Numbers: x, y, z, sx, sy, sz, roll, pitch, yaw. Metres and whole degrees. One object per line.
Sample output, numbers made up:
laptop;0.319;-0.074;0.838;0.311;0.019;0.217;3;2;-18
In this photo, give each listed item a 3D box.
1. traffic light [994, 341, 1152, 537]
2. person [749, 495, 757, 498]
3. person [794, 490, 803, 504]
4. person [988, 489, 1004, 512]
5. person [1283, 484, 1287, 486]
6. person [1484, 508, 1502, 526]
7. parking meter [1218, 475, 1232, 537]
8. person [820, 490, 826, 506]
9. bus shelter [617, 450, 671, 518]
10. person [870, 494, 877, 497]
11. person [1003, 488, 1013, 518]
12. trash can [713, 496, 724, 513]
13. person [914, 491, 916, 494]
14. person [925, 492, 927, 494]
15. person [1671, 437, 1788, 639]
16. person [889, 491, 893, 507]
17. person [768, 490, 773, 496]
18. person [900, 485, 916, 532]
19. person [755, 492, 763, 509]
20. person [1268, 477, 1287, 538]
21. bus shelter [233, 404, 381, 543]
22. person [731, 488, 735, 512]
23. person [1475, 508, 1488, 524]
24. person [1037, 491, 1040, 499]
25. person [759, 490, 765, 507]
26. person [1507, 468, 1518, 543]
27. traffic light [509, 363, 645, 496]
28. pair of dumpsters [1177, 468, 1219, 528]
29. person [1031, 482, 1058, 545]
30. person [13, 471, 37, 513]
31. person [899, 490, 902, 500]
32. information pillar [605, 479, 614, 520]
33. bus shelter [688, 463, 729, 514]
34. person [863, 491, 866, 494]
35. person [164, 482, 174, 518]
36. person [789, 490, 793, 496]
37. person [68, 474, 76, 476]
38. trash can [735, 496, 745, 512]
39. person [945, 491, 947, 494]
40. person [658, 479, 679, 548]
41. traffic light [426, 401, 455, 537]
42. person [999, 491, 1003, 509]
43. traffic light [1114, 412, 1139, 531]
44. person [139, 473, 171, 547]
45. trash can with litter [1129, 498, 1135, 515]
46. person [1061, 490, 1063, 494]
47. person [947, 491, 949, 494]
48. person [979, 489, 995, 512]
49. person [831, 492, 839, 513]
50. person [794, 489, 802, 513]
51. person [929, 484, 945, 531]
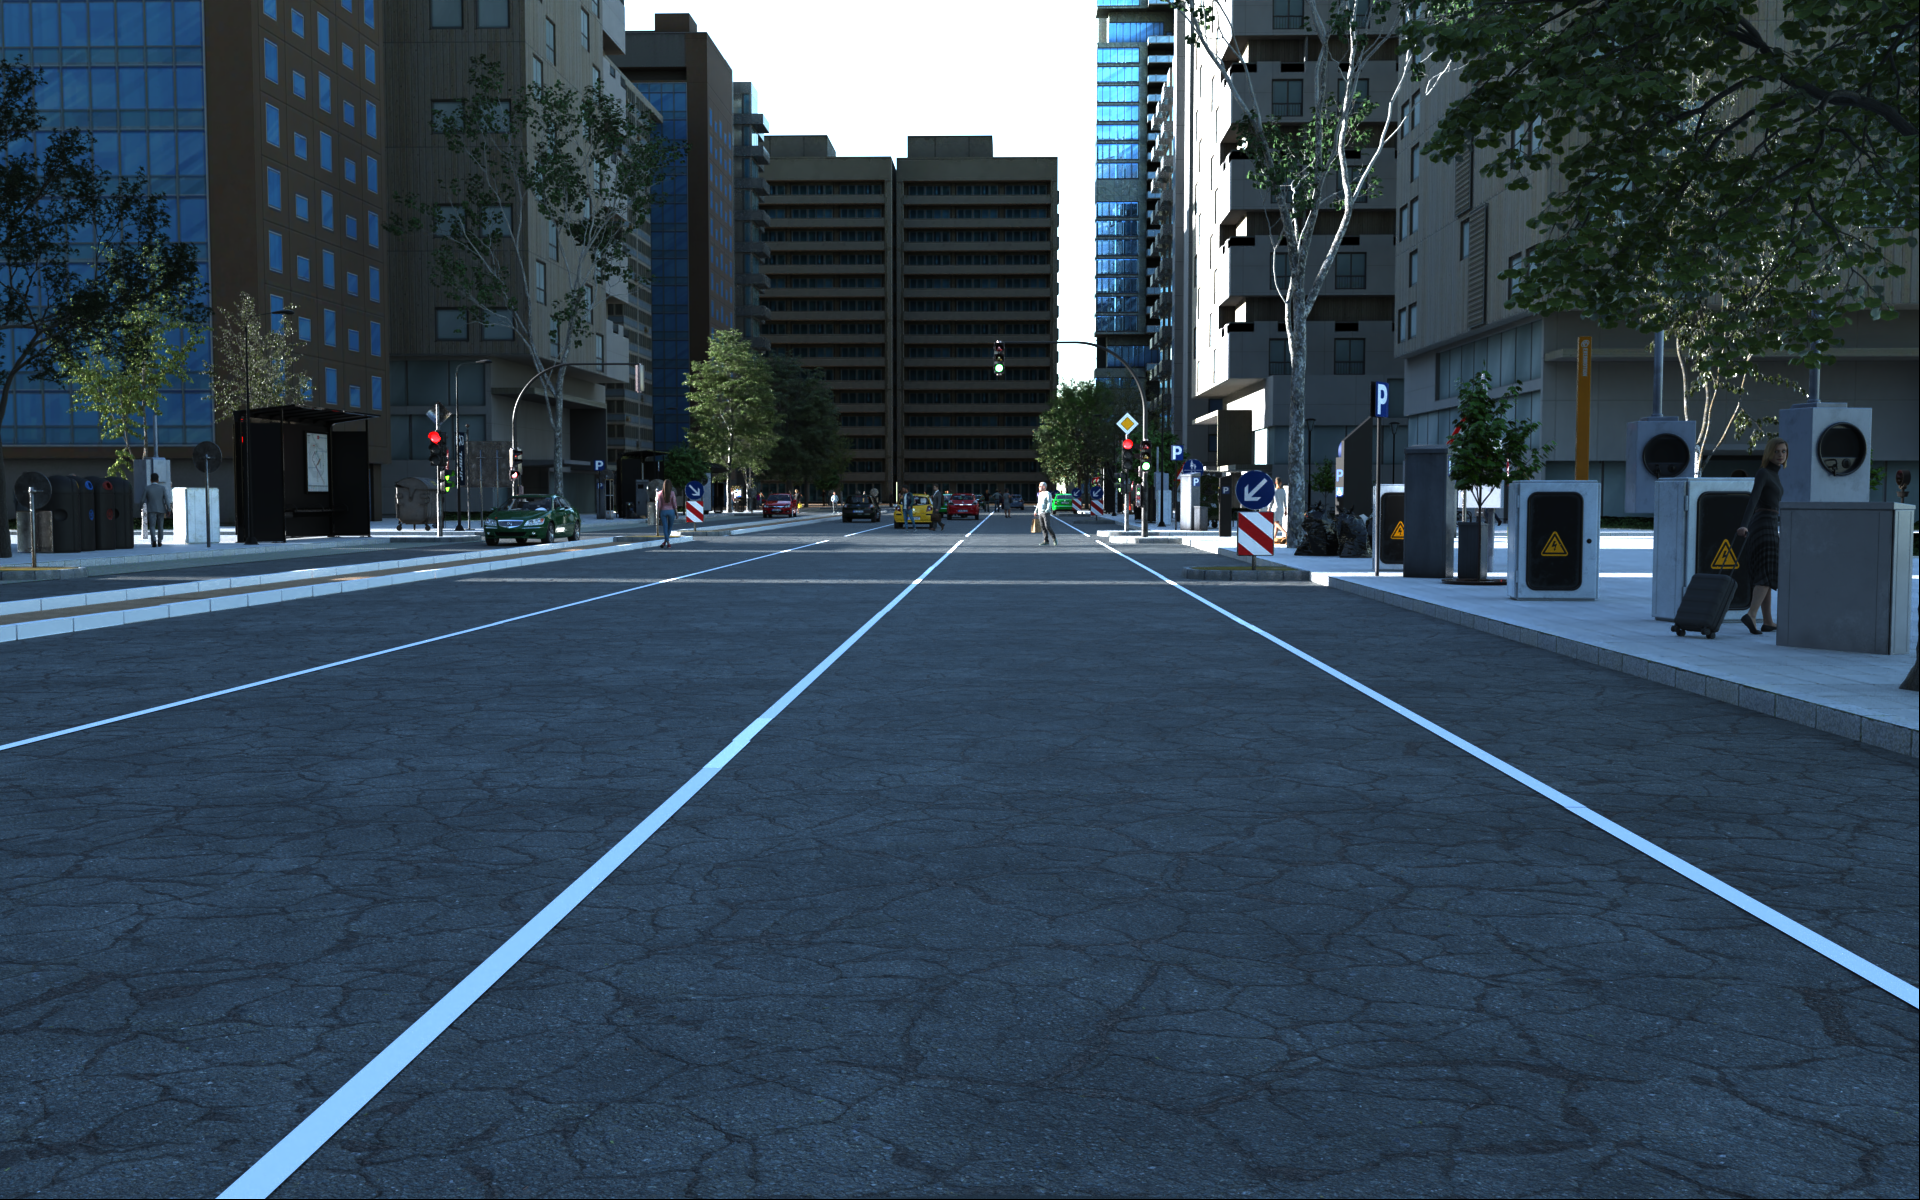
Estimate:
traffic light;3.383;-4.696;51.455;4.771;5.953;1.251;0;4;2
person;-19.023;-9.353;159.700;1.217;1.736;0.721;3;4;38
person;-16.627;-10.439;177.403;1.217;1.739;0.721;2;4;26
person;2.898;-7.827;136.555;1.350;1.814;0.705;-1;4;-17
person;16.107;-4.983;87.729;1.509;1.804;0.699;3;5;42
person;21.442;-3.908;69.848;0.836;1.842;0.656;2;4;23
parking meter;7.965;-2.839;52.125;0.399;1.863;0.255;0;4;1
person;-14.246;-10.614;180.095;0.721;1.766;1.217;2;4;27
bus shelter;-17.390;-6.370;95.435;1.731;3.624;6.357;0;4;2
person;-10.511;-12.219;208.306;1.348;1.821;0.705;-2;4;-31
person;2.960;-5.852;104.532;0.716;1.782;0.532;3;5;41
trash can;-16.111;-6.347;115.423;0.748;1.137;0.748;0;3;0
person;-4.026;-9.114;158.196;1.217;1.739;0.721;2;4;35
person;-4.277;-12.362;211.345;0.721;1.735;1.217;0;4;7
person;7.126;-0.586;15.837;1.509;1.804;0.699;-2;4;-24
person;-7.737;-11.397;195.398;0.434;1.755;0.990;-2;4;-27
person;-20.142;-10.918;185.345;1.217;1.735;0.721;3;5;42
person;-1.997;-3.489;65.886;0.623;1.781;0.721;2;4;26
person;-17.211;-8.492;148.118;0.599;1.433;0.991;3;4;36
person;8.505;-2.402;46.070;0.760;1.731;0.466;3;5;43
bus shelter;-18.142;-3.496;48.444;1.731;3.624;6.357;0;4;2
person;-16.481;-7.247;125.210;0.731;1.740;0.598;2;4;30
person;18.280;-3.326;60.611;0.728;1.800;0.709;1;4;9
person;9.412;-11.971;204.101;0.709;1.838;0.599;-1;4;-20
person;-20.301;-10.448;177.580;0.721;1.735;1.217;-2;4;-28
person;10.341;-1.499;30.771;1.509;1.804;0.699;-1;4;-17
traffic light;-13.336;-5.226;60.117;4.771;5.953;1.251;0;4;2
pair of dumpsters;9.171;-3.854;65.514;1.574;2.255;4.437;0;4;2
person;2.348;-2.413;48.446;0.515;1.767;0.782;-2;4;-34
person;-21.796;-2.107;40.587;0.694;1.812;0.767;0;4;6
person;-4.983;-8.397;146.501;0.721;1.736;1.217;0;4;2
information pillar;-17.630;-5.053;87.115;0.304;2.012;0.304;1;4;21
bus shelter;-16.295;-7.188;111.441;2.014;3.302;5.546;0;4;2
person;-11.274;-11.926;204.215;1.217;1.736;0.721;1;4;13
person;-29.268;-3.524;64.144;0.782;1.767;0.515;1;4;14
person;-11.526;-6.621;117.761;0.512;1.701;0.522;3;5;40
person;-22.568;-2.326;44.246;0.590;1.801;0.661;-2;4;-28
trash can;-15.565;-6.784;122.572;0.748;1.137;0.748;0;3;0
person;-1.294;-10.240;176.442;0.721;1.766;1.217;0;4;0
person;-7.724;-2.284;45.851;0.555;1.821;0.388;-1;4;-18
traffic light;-15.675;-3.868;52.165;0.839;4.253;0.868;0;4;2
person;3.873;-9.391;162.486;0.683;1.767;0.568;-3;5;-42
traffic light;5.722;-4.318;59.513;0.839;4.253;0.868;0;4;2
person;-19.496;-2.180;41.956;0.678;1.792;0.850;-2;4;-28
trash can with litter;10.924;-5.936;108.443;1.055;1.170;0.624;-2;4;-29
person;8.560;-8.390;146.212;0.617;1.759;0.750;1;4;16
person;-1.165;-10.073;173.739;0.990;1.755;0.434;0;4;-5
person;2.159;-7.964;138.728;1.348;1.822;0.705;-1;4;-9
person;-9.505;-7.416;131.555;0.589;1.601;0.330;0;4;4
person;-12.234;-7.338;128.701;0.699;1.804;1.509;-1;4;-22
person;-0.880;-3.623;67.693;0.822;1.834;0.622;-2;4;-31
